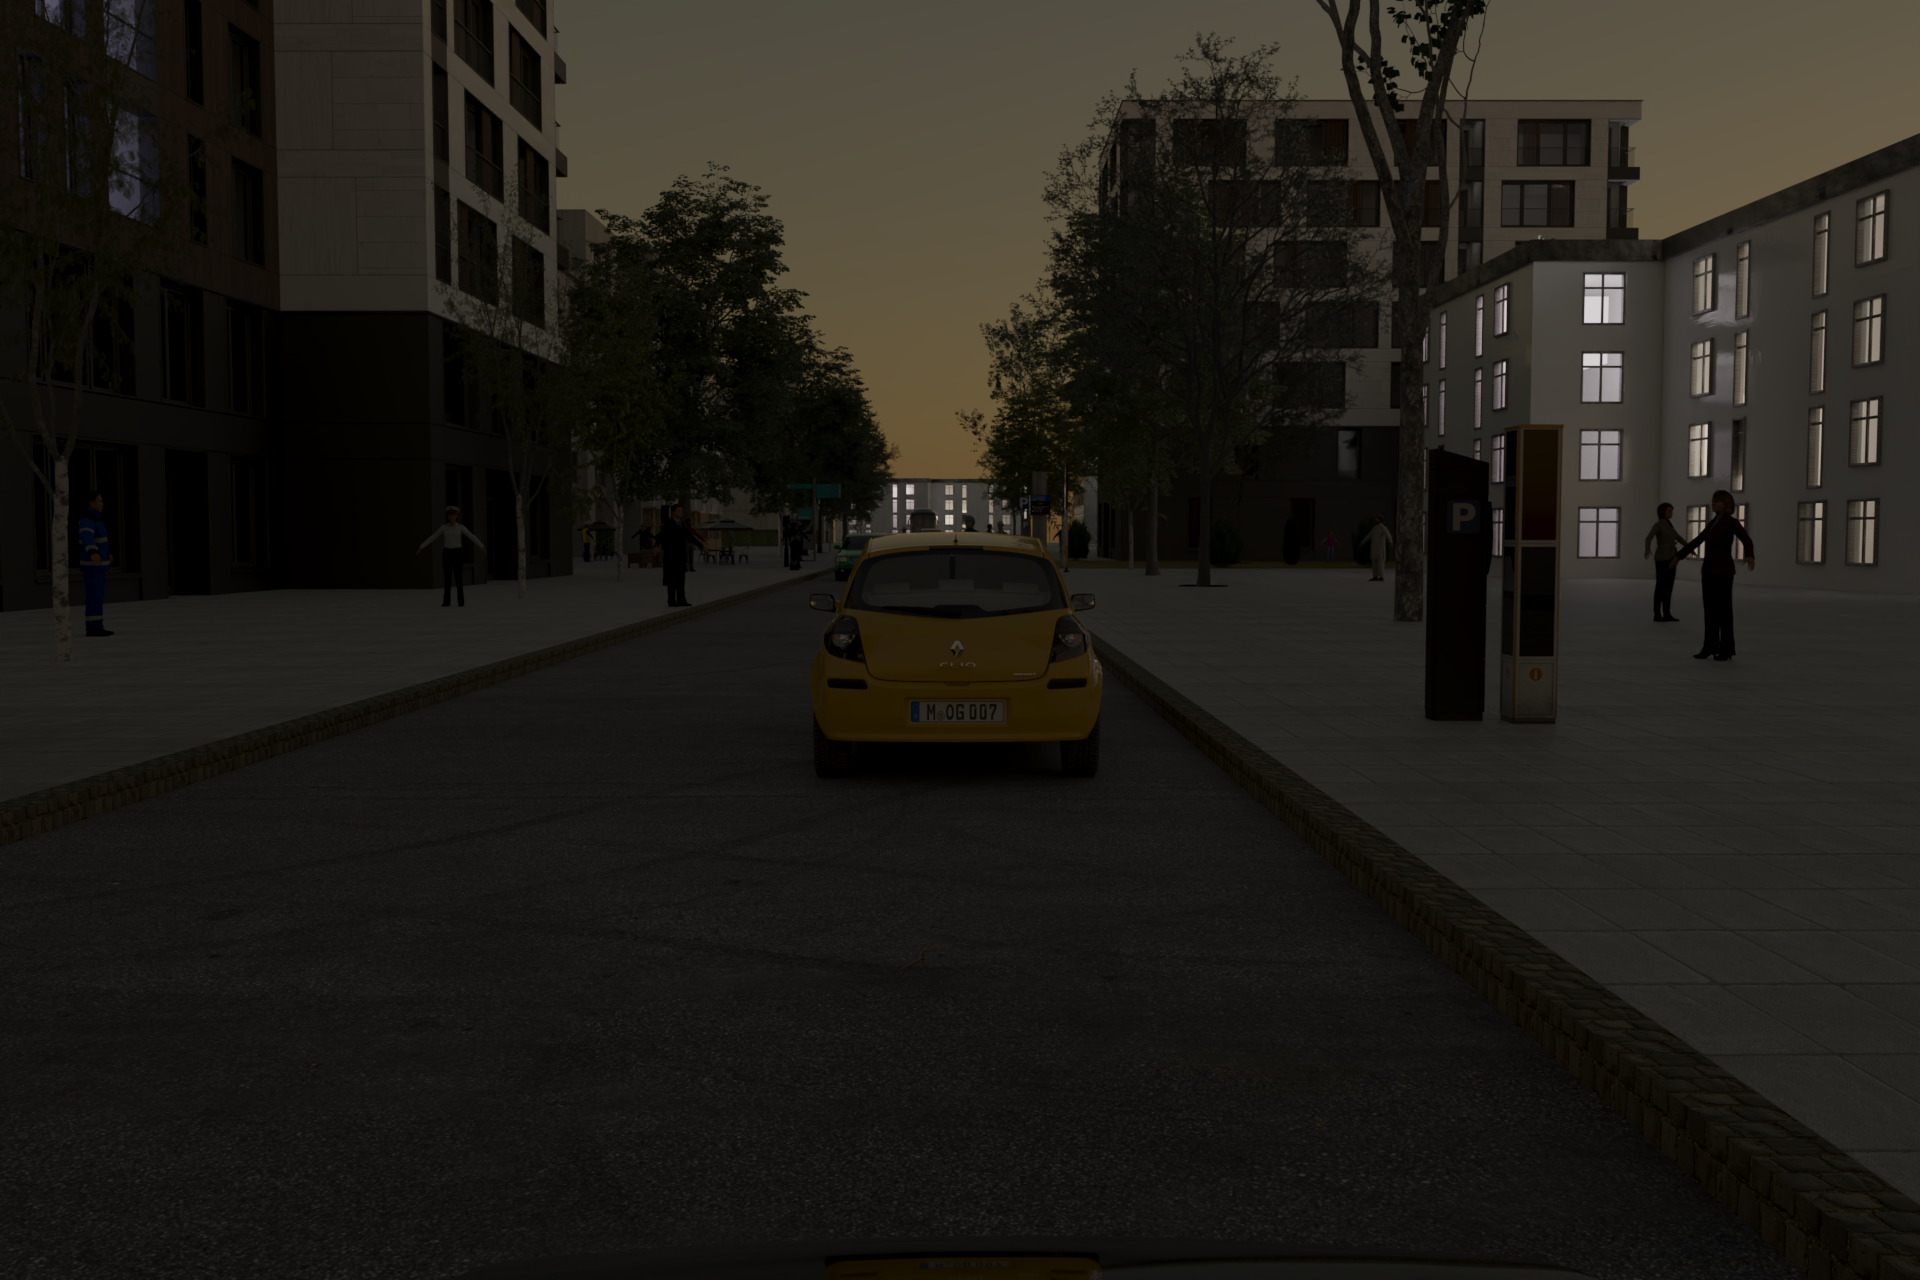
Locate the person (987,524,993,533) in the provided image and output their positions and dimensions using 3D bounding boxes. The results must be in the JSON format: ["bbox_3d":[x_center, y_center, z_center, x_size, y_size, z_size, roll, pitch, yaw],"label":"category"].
[{"bbox_3d":[1.617,-5.214,91.388,0.704,1.843,1.345,1,4,23],"label":"person"}]

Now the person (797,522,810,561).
[{"bbox_3d":[-7.526,-4.615,81.226,1.354,1.856,0.705,3,5,42],"label":"person"}]

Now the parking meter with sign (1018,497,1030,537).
[{"bbox_3d":[3.010,-5.156,80.555,0.543,3.016,1.738,0,4,-1],"label":"parking meter with sign"}]

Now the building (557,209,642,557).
[{"bbox_3d":[-28.727,-13.956,94.643,16.747,18.905,31.486,0,4,0],"label":"building"}]

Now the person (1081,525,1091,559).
[{"bbox_3d":[6.482,-5.165,90.909,0.721,1.772,1.216,3,5,43],"label":"person"}]

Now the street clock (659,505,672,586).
[{"bbox_3d":[-7.266,-2.344,42.886,0.358,2.002,0.471,0,4,0],"label":"street clock"}]

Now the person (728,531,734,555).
[{"bbox_3d":[-13.662,-5.957,103.579,0.705,1.806,1.347,-1,4,-10],"label":"person"}]

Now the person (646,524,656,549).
[{"bbox_3d":[-18.253,-5.869,101.726,0.705,1.858,1.354,2,4,23],"label":"person"}]

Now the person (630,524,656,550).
[{"bbox_3d":[-16.751,-5.221,91.557,1.347,1.806,0.705,-1,4,-14],"label":"person"}]

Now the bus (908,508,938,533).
[{"bbox_3d":[-3.518,-10.915,170.007,2.896,3.916,12.251,0,3,0],"label":"bus"}]

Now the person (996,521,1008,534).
[{"bbox_3d":[1.268,-2.849,54.894,1.347,1.847,0.705,2,4,32],"label":"person"}]

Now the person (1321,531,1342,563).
[{"bbox_3d":[16.278,-4.081,75.986,0.991,1.433,0.599,-1,4,-15],"label":"person"}]

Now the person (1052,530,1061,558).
[{"bbox_3d":[5.544,-5.296,92.735,1.346,1.812,0.704,2,4,26],"label":"person"}]

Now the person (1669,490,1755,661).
[{"bbox_3d":[7.659,-0.662,17.628,0.721,1.729,1.215,-1,4,-15],"label":"person"}]

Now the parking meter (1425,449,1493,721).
[{"bbox_3d":[3.443,-0.382,11.956,0.399,1.863,0.255,0,4,0],"label":"parking meter"}]

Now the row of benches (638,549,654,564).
[{"bbox_3d":[-12.758,-3.408,71.178,1.422,0.672,4.104,-1,4,-14],"label":"row of benches"}]

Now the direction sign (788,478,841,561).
[{"bbox_3d":[-6.915,-5.758,82.899,2.525,3.948,1.411,0,3,0],"label":"direction sign"}]

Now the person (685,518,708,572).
[{"bbox_3d":[-9.219,-3.231,58.927,1.345,1.816,0.704,-3,4,-38],"label":"person"}]

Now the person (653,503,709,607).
[{"bbox_3d":[-4.984,-1.504,30.632,0.704,1.823,1.345,2,4,34],"label":"person"}]

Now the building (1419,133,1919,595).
[{"bbox_3d":[20.760,-6.574,49.638,9.099,9.664,28.070,0,4,0],"label":"building"}]

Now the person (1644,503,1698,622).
[{"bbox_3d":[10.376,-1.135,25.317,1.215,1.744,0.721,-2,4,-34],"label":"person"}]

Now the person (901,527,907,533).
[{"bbox_3d":[-2.540,-4.390,80.704,0.721,1.772,1.216,-3,5,-42],"label":"person"}]

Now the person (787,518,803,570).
[{"bbox_3d":[-5.863,-3.390,61.292,0.704,1.845,1.351,-2,4,-24],"label":"person"}]

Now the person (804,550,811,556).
[{"bbox_3d":[-9.100,-5.913,102.907,0.704,1.802,1.346,-2,4,-29],"label":"person"}]

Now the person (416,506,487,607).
[{"bbox_3d":[-8.987,-1.479,30.639,1.216,1.778,0.721,0,4,-4],"label":"person"}]

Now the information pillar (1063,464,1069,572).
[{"bbox_3d":[3.575,-4.091,58.249,0.183,3.616,0.504,0,3,0],"label":"information pillar"}]

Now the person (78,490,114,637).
[{"bbox_3d":[-10.851,-0.966,21.771,0.704,1.831,1.345,-1,4,-20],"label":"person"}]

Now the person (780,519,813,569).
[{"bbox_3d":[-6.107,-3.575,64.392,1.347,1.837,0.705,-2,4,-33],"label":"person"}]

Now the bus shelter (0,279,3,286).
[{"bbox_3d":[-6.918,-0.867,8.098,2.014,3.302,5.546,0,4,-1],"label":"bus shelter"}]

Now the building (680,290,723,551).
[{"bbox_3d":[-25.253,-17.057,135.304,16.016,20.090,11.380,0,4,-1],"label":"building"}]

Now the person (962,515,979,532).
[{"bbox_3d":[0.182,-1.665,35.809,1.347,1.817,0.704,2,4,32],"label":"person"}]

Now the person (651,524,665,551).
[{"bbox_3d":[-12.924,-4.235,75.962,1.216,1.740,0.721,-1,4,-12],"label":"person"}]

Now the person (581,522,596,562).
[{"bbox_3d":[-16.992,-4.468,79.029,0.705,1.833,1.349,-3,4,-38],"label":"person"}]

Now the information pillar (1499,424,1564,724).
[{"bbox_3d":[3.881,-0.446,11.780,0.304,2.012,0.304,0,4,-1],"label":"information pillar"}]

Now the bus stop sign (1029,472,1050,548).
[{"bbox_3d":[3.364,-5.149,73.203,0.837,3.901,0.837,0,4,-2],"label":"bus stop sign"}]

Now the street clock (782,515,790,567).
[{"bbox_3d":[-6.751,-3.839,67.340,0.358,2.002,0.471,0,4,1],"label":"street clock"}]

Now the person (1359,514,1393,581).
[{"bbox_3d":[11.383,-2.516,47.226,0.704,1.819,1.344,-2,4,-26],"label":"person"}]

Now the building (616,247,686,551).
[{"bbox_3d":[-25.118,-15.854,115.630,16.016,20.090,11.380,0,4,0],"label":"building"}]

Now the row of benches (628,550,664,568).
[{"bbox_3d":[-11.668,-3.152,67.001,1.422,0.672,4.104,1,4,15],"label":"row of benches"}]
